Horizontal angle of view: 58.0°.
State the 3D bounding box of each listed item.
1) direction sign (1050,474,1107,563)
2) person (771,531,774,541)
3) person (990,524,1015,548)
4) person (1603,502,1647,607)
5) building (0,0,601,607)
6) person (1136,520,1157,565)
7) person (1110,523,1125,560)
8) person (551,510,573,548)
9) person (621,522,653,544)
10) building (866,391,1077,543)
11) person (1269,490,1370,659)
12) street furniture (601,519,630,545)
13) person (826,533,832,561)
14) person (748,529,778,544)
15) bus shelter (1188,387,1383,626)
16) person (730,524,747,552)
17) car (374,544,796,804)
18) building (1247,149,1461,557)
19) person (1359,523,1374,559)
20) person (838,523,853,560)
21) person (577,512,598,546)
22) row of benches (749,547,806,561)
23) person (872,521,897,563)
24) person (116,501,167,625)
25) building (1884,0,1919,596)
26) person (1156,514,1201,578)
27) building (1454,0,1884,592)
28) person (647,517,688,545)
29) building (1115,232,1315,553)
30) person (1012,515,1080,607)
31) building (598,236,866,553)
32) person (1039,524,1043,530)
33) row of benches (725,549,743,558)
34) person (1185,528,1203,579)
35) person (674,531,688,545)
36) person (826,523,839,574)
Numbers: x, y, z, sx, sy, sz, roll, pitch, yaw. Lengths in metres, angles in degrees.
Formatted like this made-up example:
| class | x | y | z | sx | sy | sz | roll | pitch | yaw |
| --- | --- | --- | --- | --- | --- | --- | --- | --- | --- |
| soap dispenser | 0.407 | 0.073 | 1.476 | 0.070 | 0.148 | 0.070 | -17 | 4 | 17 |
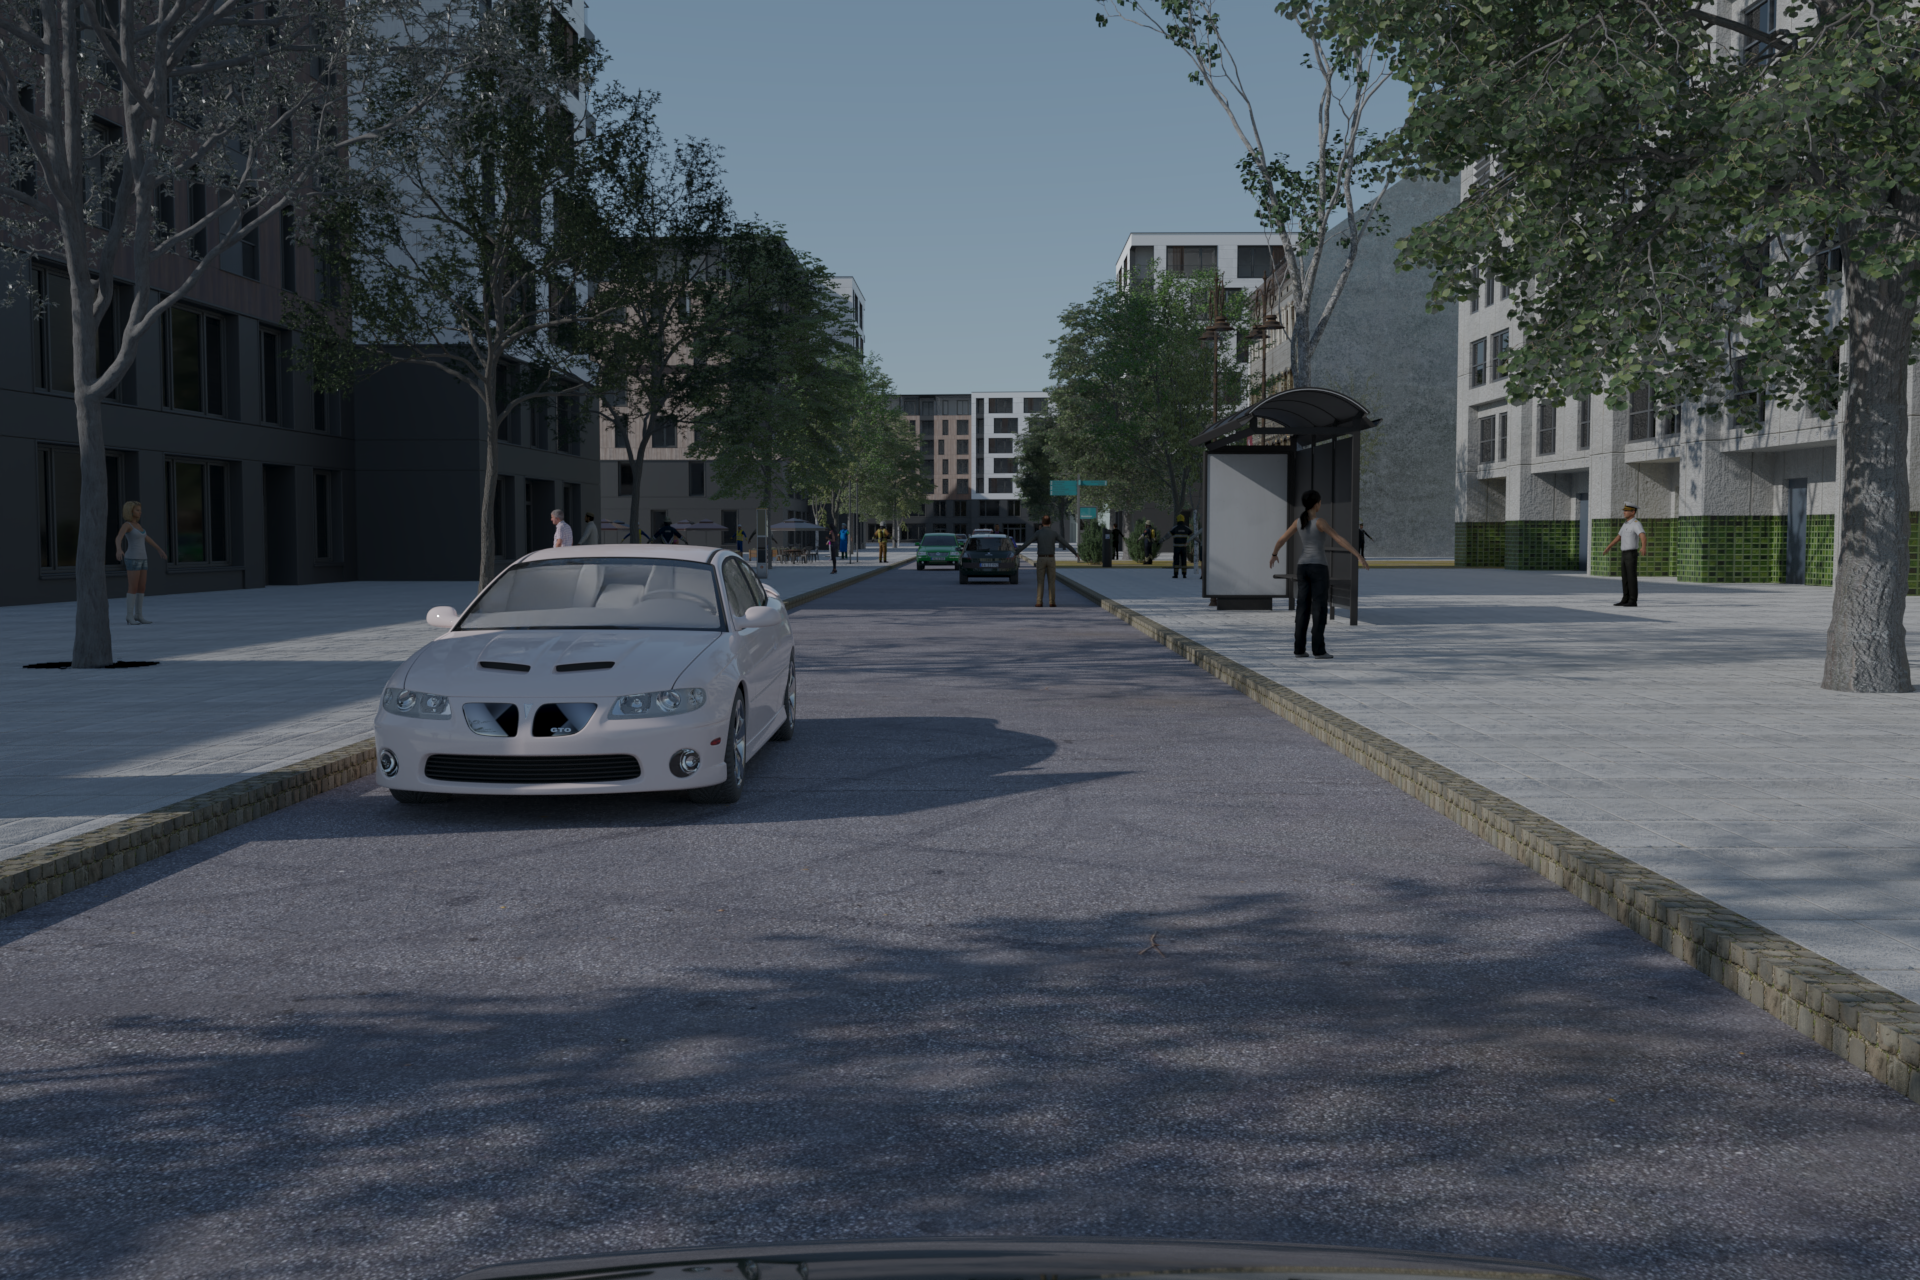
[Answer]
| class | x | y | z | sx | sy | sz | roll | pitch | yaw |
| --- | --- | --- | --- | --- | --- | --- | --- | --- | --- |
| direction sign | 5.268 | -5.366 | 76.489 | 2.525 | 3.948 | 1.411 | 0 | 4 | 0 |
| person | -11.314 | -5.884 | 102.393 | 0.705 | 1.806 | 1.347 | 1 | 4 | 21 |
| person | 1.353 | -3.346 | 63.390 | 1.346 | 1.802 | 0.704 | 0 | 4 | 0 |
| person | 11.808 | -1.518 | 30.614 | 0.704 | 1.855 | 1.343 | 0 | 4 | -8 |
| building | -26.991 | -12.275 | 44.664 | 27.936 | 21.610 | 32.646 | 0 | 4 | 2 |
| person | 7.854 | -4.071 | 72.347 | 0.705 | 1.856 | 1.354 | 3 | 5 | 43 |
| person | 7.643 | -4.846 | 85.411 | 1.347 | 1.806 | 0.705 | -2 | 4 | -31 |
| person | -7.067 | -1.443 | 30.569 | 0.436 | 1.711 | 0.756 | 1 | 4 | 12 |
| person | -12.457 | -3.686 | 66.734 | 1.216 | 1.772 | 0.721 | 0 | 4 | -4 |
| building | 0.962 | -25.353 | 260.949 | 32.646 | 21.610 | 27.936 | 0 | 4 | 6 |
| person | 3.690 | -0.680 | 17.931 | 0.721 | 1.737 | 1.217 | -3 | 5 | -43 |
| street furniture | -28.444 | -4.147 | 72.837 | 27.439 | 1.986 | 14.083 | 0 | 4 | 2 |
| person | -6.277 | -4.550 | 83.656 | 0.599 | 1.433 | 0.991 | 1 | 4 | 11 |
| person | -7.549 | -3.654 | 65.876 | 1.348 | 1.813 | 0.705 | 2 | 4 | 29 |
| bus shelter | 4.837 | -2.000 | 26.616 | 2.014 | 3.302 | 5.546 | 0 | 4 | 1 |
| person | -12.571 | -5.673 | 98.727 | 1.349 | 1.833 | 0.705 | 3 | 4 | 38 |
| car | -2.088 | 0.100 | 10.723 | 2.083 | 1.381 | 4.827 | 0 | 4 | 0 |
| building | 27.978 | -16.709 | 104.122 | 19.493 | 23.208 | 18.063 | 0 | 4 | 1 |
| person | 20.232 | -4.976 | 87.285 | 1.347 | 1.837 | 0.705 | -1 | 4 | -22 |
| person | -5.807 | -4.909 | 86.384 | 1.347 | 1.817 | 0.704 | 3 | 5 | 41 |
| person | -9.003 | -2.198 | 42.031 | 0.704 | 1.819 | 1.344 | 0 | 4 | 7 |
| row of benches | -8.682 | -4.137 | 83.105 | 1.422 | 0.672 | 4.104 | 2 | 4 | 28 |
| person | -3.420 | -4.374 | 77.280 | 1.354 | 1.858 | 0.705 | 2 | 4 | 33 |
| person | -11.624 | -1.099 | 24.578 | 0.721 | 1.753 | 1.214 | 0 | 4 | 4 |
| building | 27.683 | -9.453 | 21.015 | 16.747 | 18.905 | 31.486 | 0 | 4 | 1 |
| person | 6.381 | -2.719 | 50.222 | 1.351 | 1.858 | 0.704 | 0 | 4 | -4 |
| building | 27.872 | -11.401 | 52.859 | 16.747 | 18.905 | 31.486 | 0 | 4 | 1 |
| person | -9.441 | -3.061 | 55.913 | 1.351 | 1.845 | 0.704 | -1 | 4 | -15 |
| building | 25.766 | -17.716 | 133.632 | 27.936 | 21.610 | 32.646 | 0 | 4 | 1 |
| person | 1.687 | -1.542 | 33.932 | 1.348 | 1.796 | 0.705 | 0 | 3 | 0 |
| building | -22.465 | -17.833 | 135.551 | 27.936 | 21.610 | 32.646 | 0 | 4 | 1 |
| person | 3.071 | -3.474 | 65.391 | 0.704 | 1.812 | 1.346 | 0 | 4 | -2 |
| row of benches | -10.110 | -3.307 | 69.538 | 1.422 | 0.672 | 4.104 | 2 | 4 | 26 |
| person | 6.996 | -2.590 | 49.181 | 1.217 | 1.735 | 0.721 | 0 | 4 | 3 |
| person | -13.869 | -4.757 | 84.581 | 1.217 | 1.733 | 0.721 | 1 | 4 | 12 |
| person | -4.139 | -2.960 | 55.916 | 0.415 | 1.643 | 0.593 | -2 | 4 | -29 |
